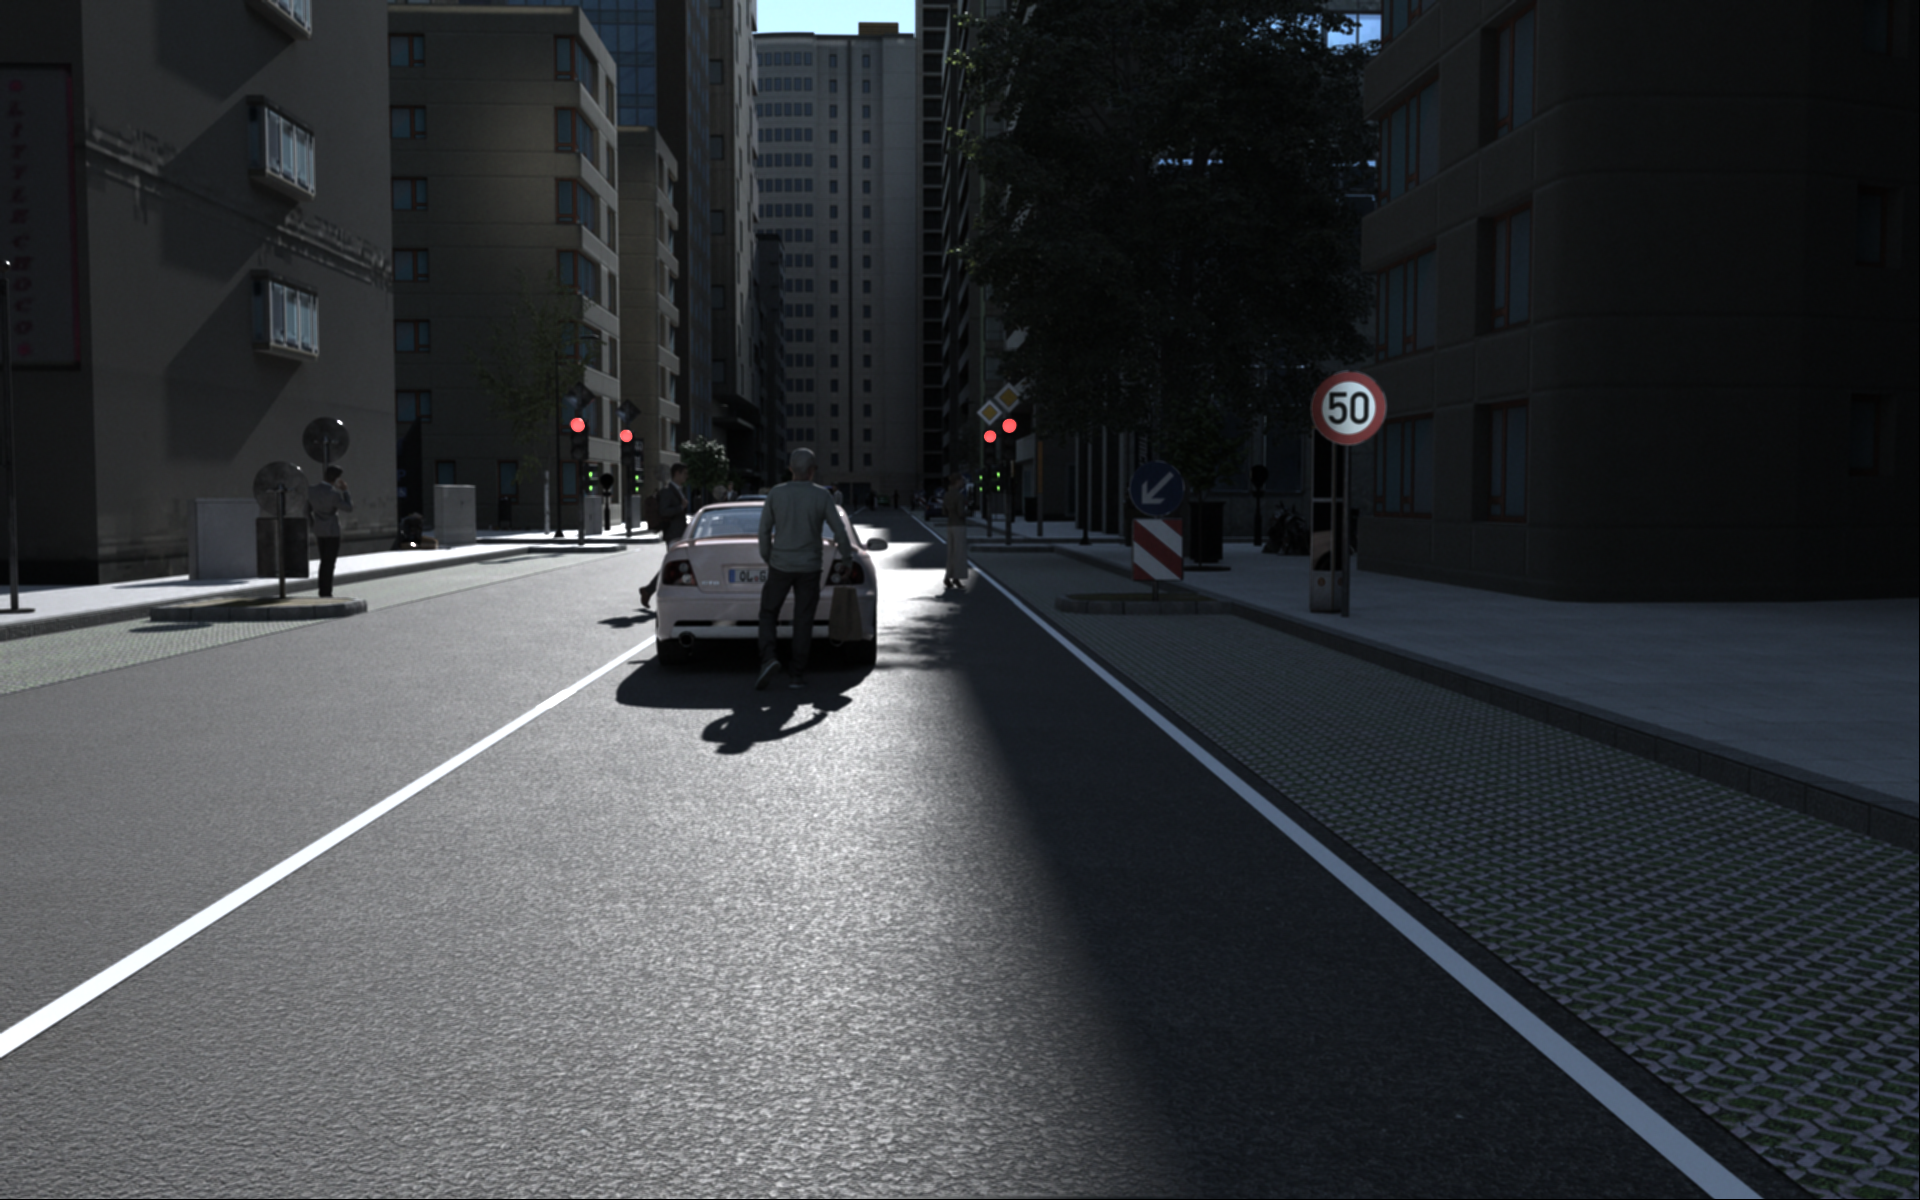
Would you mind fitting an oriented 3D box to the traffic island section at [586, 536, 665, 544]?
[{"bbox_3d":[-9.784,-1.762,51.084,2.009,0.180,2.903,0,4,-2],"label":"traffic island section"}]

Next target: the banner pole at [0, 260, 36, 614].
[{"bbox_3d":[-10.246,-1.738,18.427,0.401,3.779,0.863,0,4,0],"label":"banner pole"}]

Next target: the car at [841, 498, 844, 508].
[{"bbox_3d":[-11.242,-8.865,153.734,1.959,1.807,4.718,0,4,-4],"label":"car"}]

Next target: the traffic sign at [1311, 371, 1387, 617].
[{"bbox_3d":[4.019,-1.093,17.984,0.768,2.556,0.104,0,4,7],"label":"traffic sign"}]

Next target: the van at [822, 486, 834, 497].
[{"bbox_3d":[-10.465,-7.860,132.900,2.240,2.365,5.245,0,4,-4],"label":"van"}]

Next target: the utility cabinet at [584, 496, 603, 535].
[{"bbox_3d":[-11.620,-2.672,54.844,0.306,1.237,1.020,-2,4,-29],"label":"utility cabinet"}]

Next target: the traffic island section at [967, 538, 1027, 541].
[{"bbox_3d":[0.898,-1.789,51.534,2.009,0.180,2.903,0,4,-2],"label":"traffic island section"}]

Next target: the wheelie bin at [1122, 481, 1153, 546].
[{"bbox_3d":[4.408,-2.112,42.437,0.980,1.594,0.693,2,4,26],"label":"wheelie bin"}]

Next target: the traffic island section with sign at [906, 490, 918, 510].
[{"bbox_3d":[-4.613,-10.503,180.356,1.989,1.847,2.006,0,4,-2],"label":"traffic island section with sign"}]

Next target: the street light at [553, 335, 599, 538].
[{"bbox_3d":[-11.248,-4.785,50.778,1.470,5.913,1.316,0,4,-2],"label":"street light"}]

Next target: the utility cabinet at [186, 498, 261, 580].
[{"bbox_3d":[-11.150,-0.924,26.266,0.306,1.237,1.020,3,5,41],"label":"utility cabinet"}]

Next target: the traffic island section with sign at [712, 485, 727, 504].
[{"bbox_3d":[-10.546,-4.140,76.324,1.989,1.847,2.006,0,4,-2],"label":"traffic island section with sign"}]

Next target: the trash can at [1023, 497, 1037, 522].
[{"bbox_3d":[3.283,-4.170,79.832,0.748,1.137,0.748,0,3,0],"label":"trash can"}]

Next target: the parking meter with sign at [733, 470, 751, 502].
[{"bbox_3d":[-15.404,-7.848,124.574,1.738,3.016,0.543,0,4,2],"label":"parking meter with sign"}]

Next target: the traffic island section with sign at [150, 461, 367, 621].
[{"bbox_3d":[-8.148,-0.721,20.417,1.989,1.847,2.006,0,4,-2],"label":"traffic island section with sign"}]

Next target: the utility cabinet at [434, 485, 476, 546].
[{"bbox_3d":[-12.480,-2.090,42.850,0.318,1.500,1.173,2,4,25],"label":"utility cabinet"}]

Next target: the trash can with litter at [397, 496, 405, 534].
[{"bbox_3d":[-18.283,-2.747,55.978,1.678,1.210,2.233,-1,4,-20],"label":"trash can with litter"}]

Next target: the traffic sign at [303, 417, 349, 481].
[{"bbox_3d":[-10.503,-1.749,28.704,0.768,2.556,0.104,0,4,-1],"label":"traffic sign"}]

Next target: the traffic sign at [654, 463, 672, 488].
[{"bbox_3d":[-12.367,-4.404,72.109,0.768,2.556,0.104,0,4,-1],"label":"traffic sign"}]

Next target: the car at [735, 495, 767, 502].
[{"bbox_3d":[-6.360,-2.594,54.410,2.014,1.417,4.499,0,4,-3],"label":"car"}]

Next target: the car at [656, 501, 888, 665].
[{"bbox_3d":[-1.698,-0.220,15.961,2.083,1.381,4.827,0,4,-3],"label":"car"}]

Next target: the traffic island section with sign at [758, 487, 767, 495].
[{"bbox_3d":[-11.716,-5.819,103.771,1.989,1.847,2.006,0,4,-2],"label":"traffic island section with sign"}]

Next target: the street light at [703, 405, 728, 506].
[{"bbox_3d":[-12.817,-7.216,90.515,1.470,5.913,1.316,0,4,-2],"label":"street light"}]

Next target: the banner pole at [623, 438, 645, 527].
[{"bbox_3d":[-12.850,-4.784,68.238,0.863,3.779,0.401,-1,4,-10],"label":"banner pole"}]

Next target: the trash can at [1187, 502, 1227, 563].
[{"bbox_3d":[4.602,-1.265,32.333,0.748,1.137,0.748,0,3,0],"label":"trash can"}]

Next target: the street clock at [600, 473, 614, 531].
[{"bbox_3d":[-12.346,-3.425,60.563,0.471,2.002,0.358,-1,4,-18],"label":"street clock"}]

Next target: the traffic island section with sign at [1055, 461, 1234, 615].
[{"bbox_3d":[2.202,-0.778,21.350,1.989,1.847,2.006,0,4,-2],"label":"traffic island section with sign"}]

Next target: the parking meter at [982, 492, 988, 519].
[{"bbox_3d":[1.323,-4.983,89.875,0.372,1.533,0.369,0,3,0],"label":"parking meter"}]

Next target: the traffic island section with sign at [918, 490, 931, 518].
[{"bbox_3d":[-1.307,-5.775,103.041,1.989,1.847,2.006,0,4,-2],"label":"traffic island section with sign"}]

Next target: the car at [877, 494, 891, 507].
[{"bbox_3d":[-8.857,-11.501,196.841,1.959,1.807,4.718,0,4,-2],"label":"car"}]

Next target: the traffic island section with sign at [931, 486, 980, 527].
[{"bbox_3d":[-0.141,-4.127,76.111,1.989,1.847,2.006,0,4,-2],"label":"traffic island section with sign"}]

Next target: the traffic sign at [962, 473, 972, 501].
[{"bbox_3d":[0.339,-6.357,104.034,0.768,2.556,0.104,0,4,-2],"label":"traffic sign"}]

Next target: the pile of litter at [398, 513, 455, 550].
[{"bbox_3d":[-12.565,-1.591,39.985,1.719,0.858,1.176,0,4,-5],"label":"pile of litter"}]

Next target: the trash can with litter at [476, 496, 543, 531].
[{"bbox_3d":[-15.715,-3.038,60.734,2.233,1.210,1.678,2,4,24],"label":"trash can with litter"}]

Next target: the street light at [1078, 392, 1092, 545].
[{"bbox_3d":[2.623,-4.339,43.489,1.470,5.913,1.316,0,4,-2],"label":"street light"}]

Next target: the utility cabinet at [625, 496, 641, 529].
[{"bbox_3d":[-12.190,-3.263,64.506,0.306,1.237,1.020,0,4,8],"label":"utility cabinet"}]

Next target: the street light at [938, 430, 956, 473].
[{"bbox_3d":[-0.885,-9.395,126.149,1.470,5.913,1.316,0,4,-2],"label":"street light"}]

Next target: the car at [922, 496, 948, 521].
[{"bbox_3d":[-1.034,-4.895,92.616,1.945,1.354,3.894,0,4,-2],"label":"car"}]

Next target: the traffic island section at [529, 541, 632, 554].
[{"bbox_3d":[-9.443,-1.274,43.106,2.009,0.180,2.903,0,4,-2],"label":"traffic island section"}]

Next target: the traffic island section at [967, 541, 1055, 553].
[{"bbox_3d":[1.239,-1.301,43.557,2.009,0.180,2.903,0,4,-2],"label":"traffic island section"}]

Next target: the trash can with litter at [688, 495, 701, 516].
[{"bbox_3d":[-15.595,-5.469,100.483,2.233,1.210,1.678,0,4,-1],"label":"trash can with litter"}]

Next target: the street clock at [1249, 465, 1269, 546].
[{"bbox_3d":[7.373,-2.339,42.821,0.471,2.002,0.358,0,4,5],"label":"street clock"}]

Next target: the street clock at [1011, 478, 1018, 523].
[{"bbox_3d":[2.351,-4.476,77.757,0.471,2.002,0.358,1,4,13],"label":"street clock"}]

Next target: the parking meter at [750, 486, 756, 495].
[{"bbox_3d":[-14.595,-7.113,122.004,0.399,1.863,0.255,2,4,26],"label":"parking meter"}]

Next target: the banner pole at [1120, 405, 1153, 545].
[{"bbox_3d":[4.505,-3.308,44.098,0.863,3.779,0.401,0,4,-1],"label":"banner pole"}]

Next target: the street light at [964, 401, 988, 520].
[{"bbox_3d":[0.886,-6.978,86.630,1.470,5.913,1.316,0,4,-2],"label":"street light"}]

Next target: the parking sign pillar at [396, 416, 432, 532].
[{"bbox_3d":[-18.940,-4.346,59.529,1.447,3.967,1.447,0,4,5],"label":"parking sign pillar"}]

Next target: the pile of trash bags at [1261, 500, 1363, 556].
[{"bbox_3d":[7.538,-1.627,36.349,1.912,1.369,3.447,0,4,-1],"label":"pile of trash bags"}]
